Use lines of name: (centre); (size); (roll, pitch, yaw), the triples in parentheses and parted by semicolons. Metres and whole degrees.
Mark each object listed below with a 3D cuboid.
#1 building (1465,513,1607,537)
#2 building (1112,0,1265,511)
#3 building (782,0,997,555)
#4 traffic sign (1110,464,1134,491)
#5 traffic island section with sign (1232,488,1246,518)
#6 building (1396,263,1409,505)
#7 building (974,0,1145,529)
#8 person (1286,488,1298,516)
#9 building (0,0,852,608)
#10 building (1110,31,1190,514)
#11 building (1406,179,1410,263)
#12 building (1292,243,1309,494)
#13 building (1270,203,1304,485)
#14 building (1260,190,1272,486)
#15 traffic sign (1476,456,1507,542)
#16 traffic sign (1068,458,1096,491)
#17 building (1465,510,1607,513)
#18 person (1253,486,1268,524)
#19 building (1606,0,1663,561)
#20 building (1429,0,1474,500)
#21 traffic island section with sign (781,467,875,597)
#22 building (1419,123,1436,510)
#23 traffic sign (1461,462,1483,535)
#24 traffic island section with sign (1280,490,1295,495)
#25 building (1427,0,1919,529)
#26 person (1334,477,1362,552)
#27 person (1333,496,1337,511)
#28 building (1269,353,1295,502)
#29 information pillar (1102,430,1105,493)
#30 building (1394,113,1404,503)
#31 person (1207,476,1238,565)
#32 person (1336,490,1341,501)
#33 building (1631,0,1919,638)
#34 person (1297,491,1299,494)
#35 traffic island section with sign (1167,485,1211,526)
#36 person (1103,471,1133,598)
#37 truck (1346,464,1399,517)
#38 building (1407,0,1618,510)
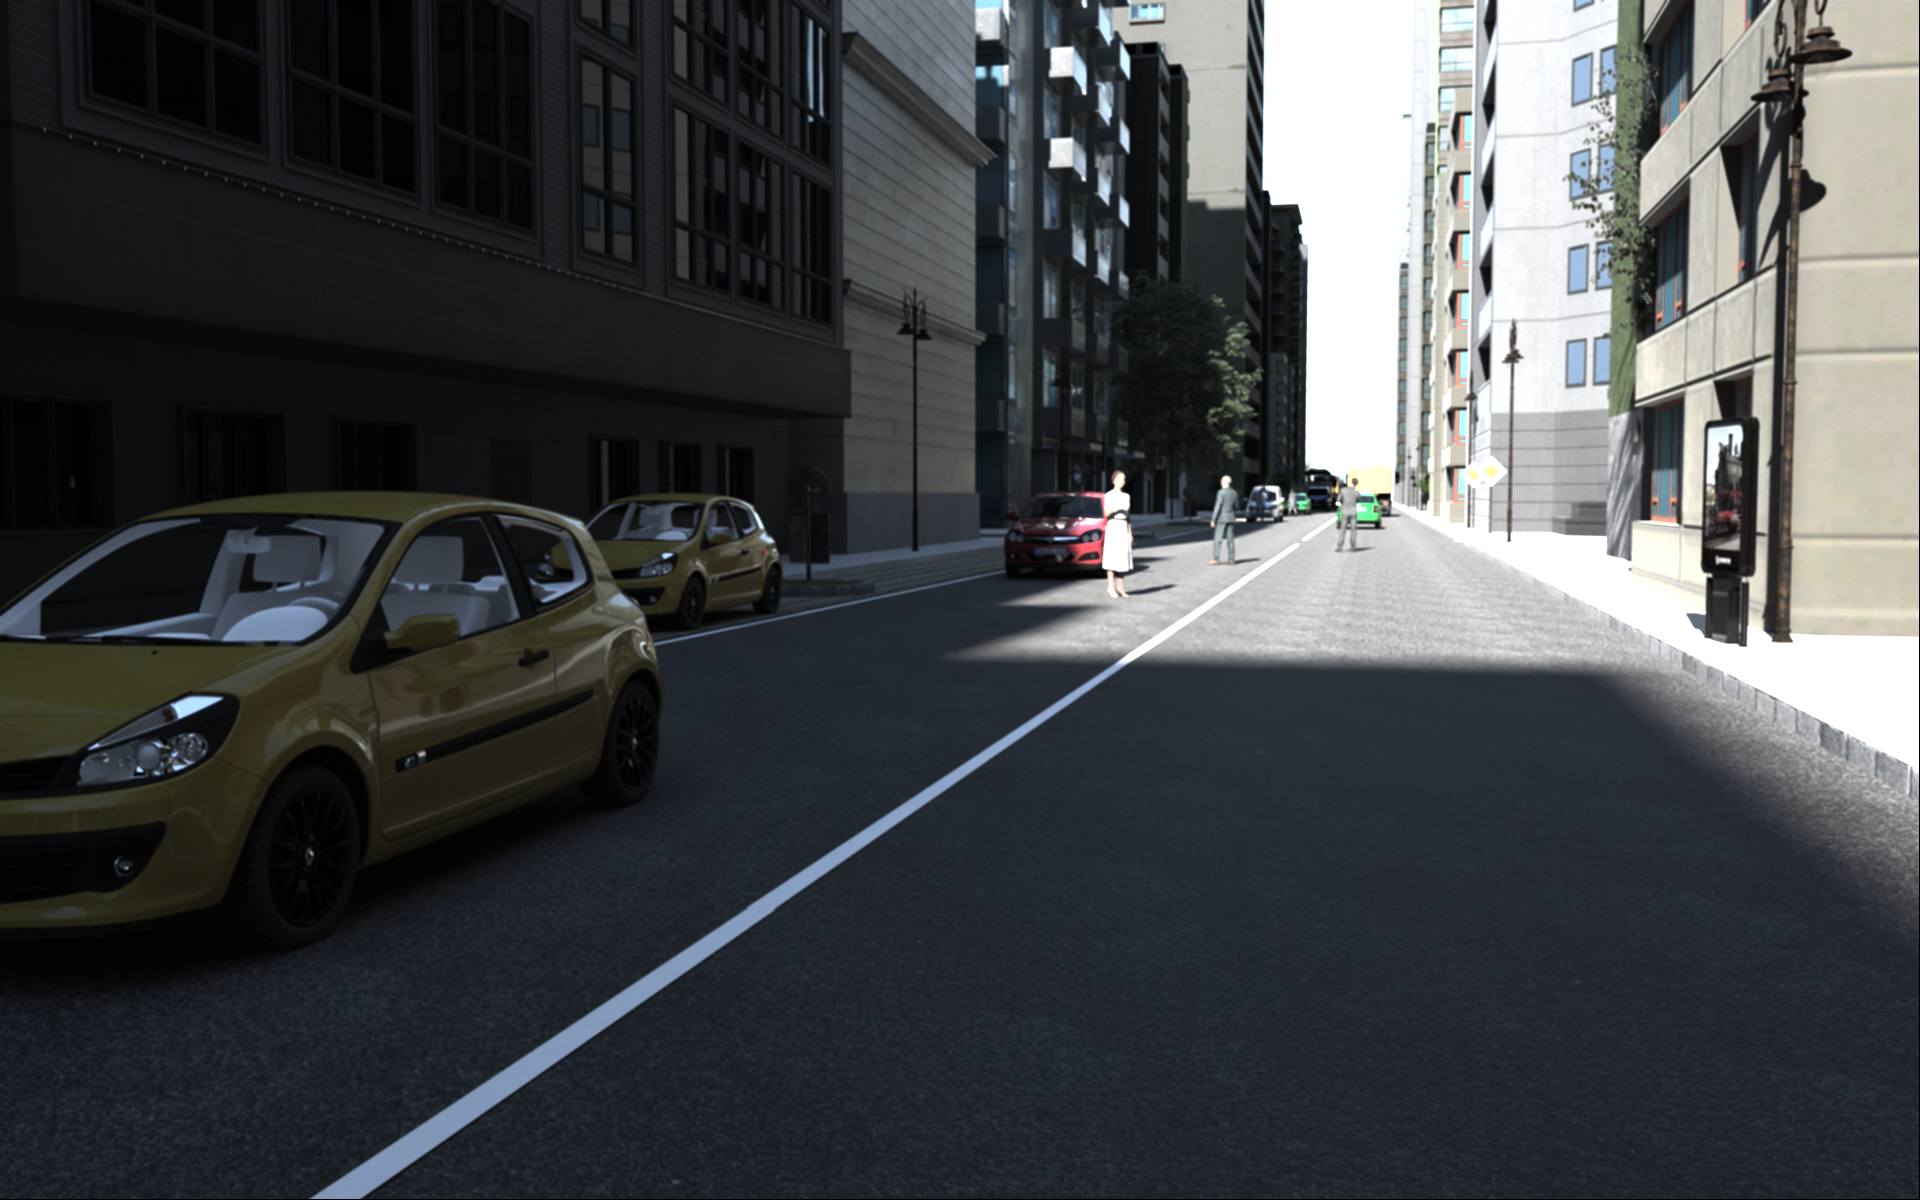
building: (32.244, -31.496, 56.962); (28.212, 58.520, 21.231); (1, 4, 13)
building: (13.450, -31.719, 142.301); (21.300, 48.544, 21.600); (1, 4, 13)
building: (-11.699, -15.744, 44.802); (23.554, 28.519, 14.401); (1, 4, 13)
traffic sign: (5.285, -3.240, 56.618); (0.795, 2.450, 0.064); (1, 4, 13)
traffic island section with sign: (16.736, -5.891, 104.948); (1.989, 1.847, 2.006); (1, 4, 13)
building: (61.687, -27.137, 215.386); (14.160, 30.474, 14.107); (1, 4, 13)
building: (-4.574, -27.980, 77.088); (23.786, 49.044, 30.456); (1, 4, 13)
person: (22.141, -6.539, 115.514); (0.694, 1.812, 0.767); (-3, 4, -38)
building: (-11.609, -14.144, 24.768); (14.314, 27.812, 24.014); (1, 4, 13)
building: (7.120, -20.867, 112.873); (14.160, 30.474, 14.107); (1, 4, 13)
building: (72.268, -37.704, 236.067); (23.786, 49.044, 30.456); (1, 4, 13)
building: (48.001, -36.244, 276.184); (14.154, 41.232, 14.086); (1, 4, 13)
building: (39.003, -36.766, 255.742); (22.147, 44.769, 28.867); (1, 4, 13)
building: (21.083, -23.710, 159.360); (14.160, 30.474, 14.107); (1, 4, 13)
traffic sign: (14.180, -2.608, 46.284); (0.795, 2.450, 0.064); (1, 4, 13)
traffic sign: (3.439, -2.765, 48.849); (0.795, 2.450, 0.064); (1, 4, 13)
building: (52.264, -37.498, 155.098); (21.231, 58.520, 28.212); (1, 4, 13)
person: (14.182, -4.468, 81.822); (0.793, 1.790, 0.793); (-1, 4, -8)
building: (21.006, -16.178, 36.204); (14.160, 30.474, 14.107); (1, 4, 13)
building: (39.530, -26.572, 118.045); (14.154, 41.232, 14.086); (1, 4, 13)
traffic island section with sign: (-2.305, -0.994, 24.886); (1.989, 1.847, 2.006); (1, 4, 13)
building: (43.543, -22.300, 136.313); (14.160, 30.474, 14.107); (1, 4, 13)
traffic sign: (16.027, -3.083, 54.054); (0.795, 2.450, 0.064); (1, 4, 13)
traffic island section with sign: (34.639, -10.498, 180.272); (1.989, 1.847, 2.006); (1, 4, 13)
building: (37.878, -14.675, 84.972); (27.650, 21.520, 28.899); (1, 4, 13)
person: (9.656, -2.127, 43.077); (0.655, 1.846, 0.447); (1, 4, 12)
person: (31.218, -8.050, 143.299); (0.628, 1.438, 0.799); (1, 4, 17)
building: (29.470, -23.489, 229.080); (27.650, 21.520, 28.899); (1, 4, 13)
information pillar: (5.221, -4.383, 63.021); (0.183, 3.616, 0.504); (0, 4, 8)
building: (77.699, -44.243, 265.368); (21.231, 58.520, 28.212); (1, 4, 13)
person: (5.337, -1.627, 35.280); (0.661, 1.801, 0.590); (-3, 4, -36)
person: (28.869, -7.458, 131.148); (0.721, 1.735, 1.217); (-2, 4, -24)
building: (19.574, -9.878, 6.551); (27.650, 21.520, 28.899); (1, 4, 13)
person: (37.632, -11.283, 192.991); (0.705, 1.823, 1.348); (1, 4, 18)
traffic island section with sign: (10.501, -4.287, 78.721); (1.989, 1.847, 2.006); (1, 4, 13)
person: (2.237, -0.914, 24.022); (0.480, 1.755, 0.524); (-3, 4, -37)
truck: (26.627, -7.113, 112.218); (3.469, 3.379, 9.791); (1, 4, 15)
building: (58.368, -39.226, 183.338); (21.231, 58.520, 28.212); (1, 4, 13)
